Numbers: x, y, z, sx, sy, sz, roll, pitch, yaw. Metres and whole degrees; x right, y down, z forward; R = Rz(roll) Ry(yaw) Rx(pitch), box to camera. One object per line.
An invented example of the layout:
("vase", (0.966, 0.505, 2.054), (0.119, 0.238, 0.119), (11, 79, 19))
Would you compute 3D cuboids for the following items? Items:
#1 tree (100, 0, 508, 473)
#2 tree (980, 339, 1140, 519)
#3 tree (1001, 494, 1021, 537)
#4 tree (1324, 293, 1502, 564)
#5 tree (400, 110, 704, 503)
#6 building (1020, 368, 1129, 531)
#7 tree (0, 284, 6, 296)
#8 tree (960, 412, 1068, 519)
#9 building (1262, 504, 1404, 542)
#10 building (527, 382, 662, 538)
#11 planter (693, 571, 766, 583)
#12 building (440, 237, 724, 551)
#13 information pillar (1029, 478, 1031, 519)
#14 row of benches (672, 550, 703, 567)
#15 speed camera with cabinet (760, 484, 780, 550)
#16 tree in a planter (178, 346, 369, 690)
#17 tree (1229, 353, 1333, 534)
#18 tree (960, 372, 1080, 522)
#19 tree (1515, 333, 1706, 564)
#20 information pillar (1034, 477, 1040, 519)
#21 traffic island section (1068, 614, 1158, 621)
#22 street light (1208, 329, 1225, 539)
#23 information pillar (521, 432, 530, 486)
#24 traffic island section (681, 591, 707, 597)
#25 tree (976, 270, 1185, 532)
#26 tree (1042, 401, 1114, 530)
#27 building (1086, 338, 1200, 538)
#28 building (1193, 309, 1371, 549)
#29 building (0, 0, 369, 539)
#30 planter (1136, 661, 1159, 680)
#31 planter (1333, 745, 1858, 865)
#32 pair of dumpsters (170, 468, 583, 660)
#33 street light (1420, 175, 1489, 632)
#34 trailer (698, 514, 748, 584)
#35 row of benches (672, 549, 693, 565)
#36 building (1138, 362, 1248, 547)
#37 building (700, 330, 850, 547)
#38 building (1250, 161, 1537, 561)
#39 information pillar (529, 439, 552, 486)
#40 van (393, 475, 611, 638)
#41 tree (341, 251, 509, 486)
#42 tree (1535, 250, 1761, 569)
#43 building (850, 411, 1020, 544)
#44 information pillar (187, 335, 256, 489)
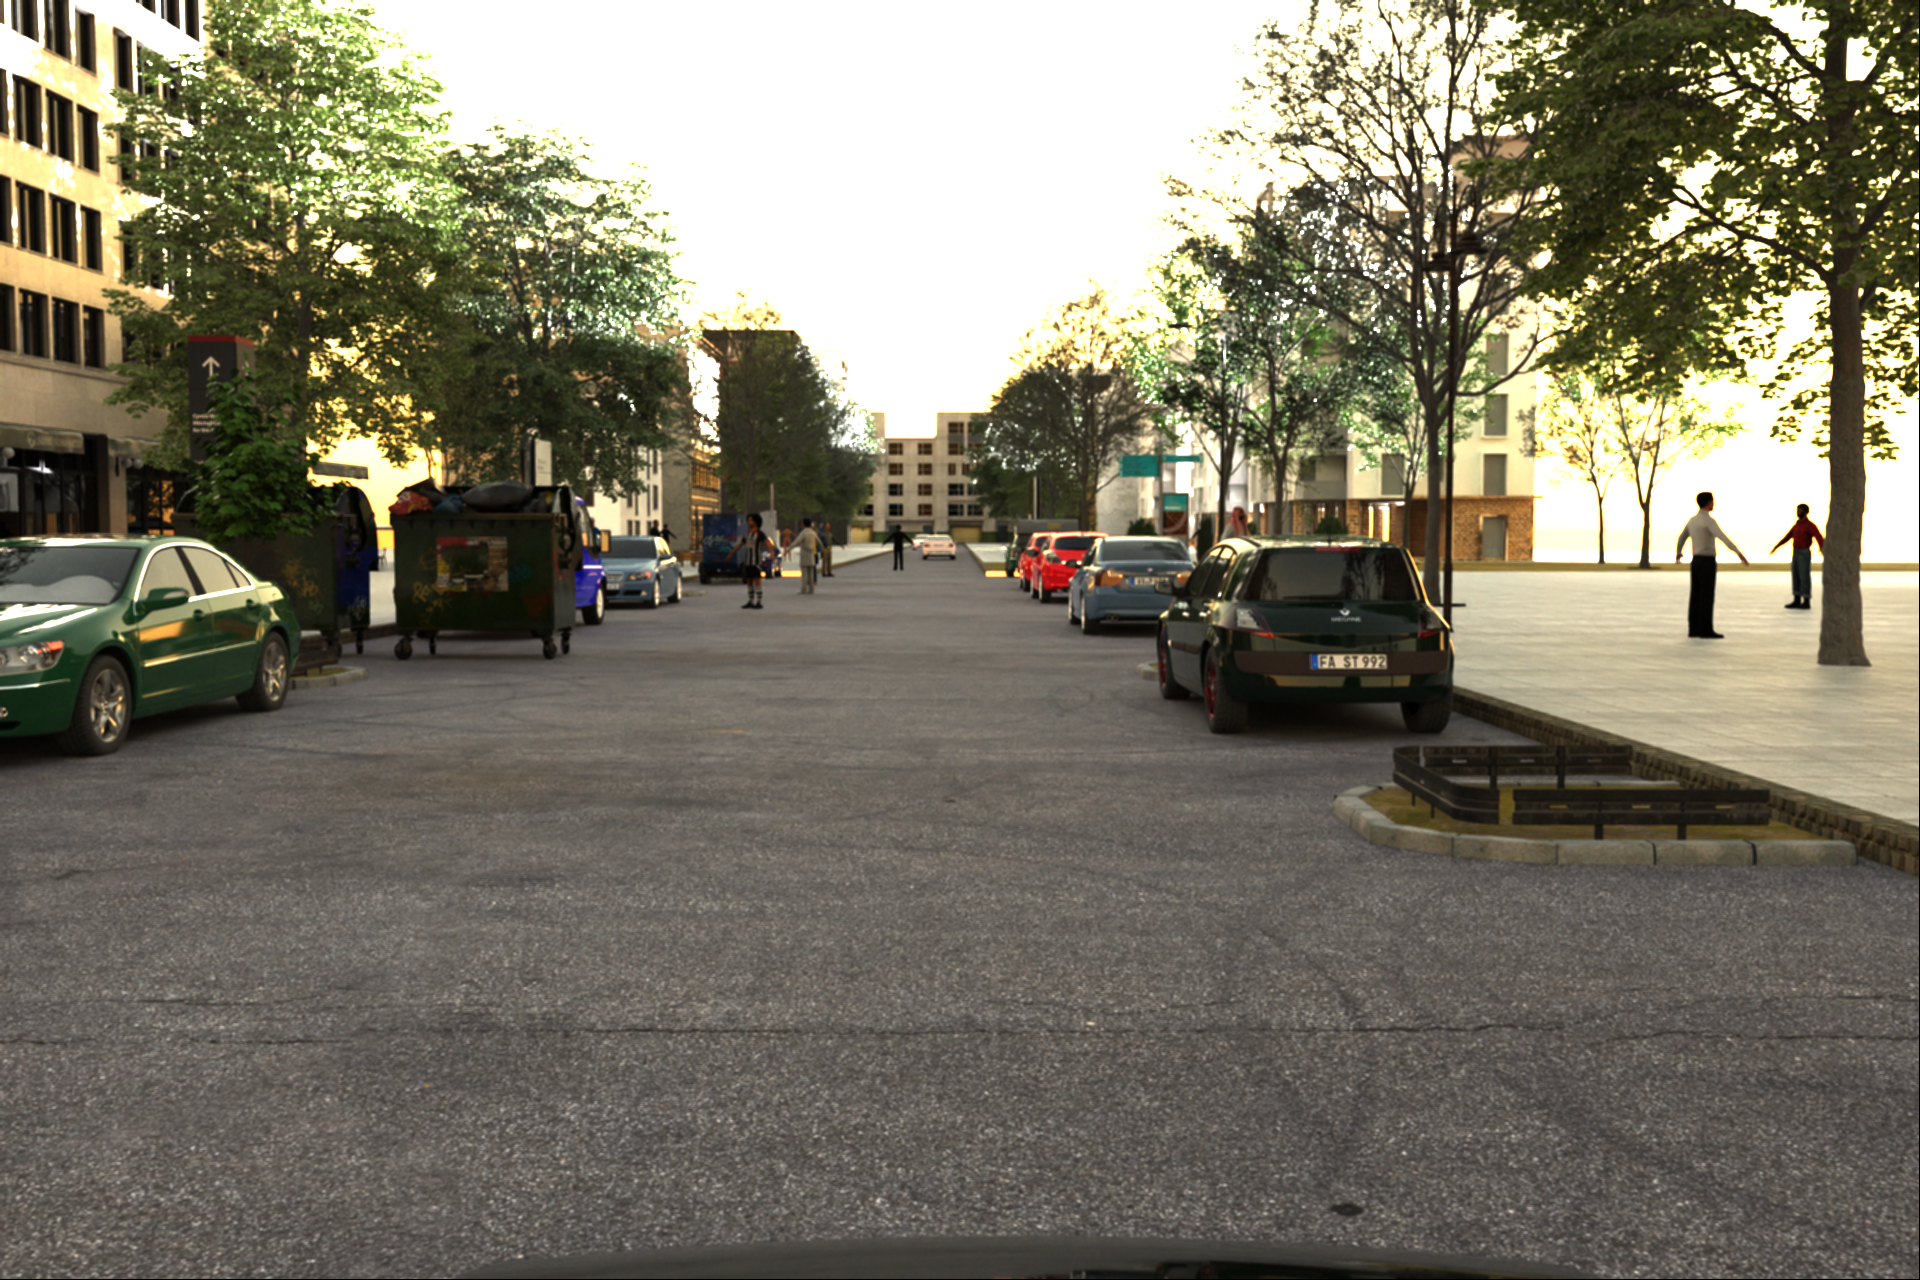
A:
("tree", (-12.685, -7.082, 33.922), (7.486, 12.596, 7.792), (0, 3, 0))
("tree", (5.815, -12.003, 106.620), (12.009, 13.543, 11.850), (0, 3, 0))
("tree", (4.789, -12.633, 156.911), (4.360, 8.622, 3.978), (0, 3, 0))
("tree", (19.110, -9.025, 73.311), (9.928, 11.665, 9.643), (0, 3, 0))
("tree", (-12.428, -8.903, 52.223), (9.857, 13.997, 8.962), (0, 3, 0))
("building", (21.748, -23.584, 229.570), (27.936, 21.610, 32.646), (0, 4, 0))
("tree", (-13.034, -5.029, 16.644), (7.601, 10.594, 8.767), (1, 4, 11))
("tree", (5.215, -14.427, 146.255), (12.009, 13.543, 11.850), (0, 3, 0))
("building", (25.133, -15.695, 113.030), (16.016, 20.090, 11.380), (0, 4, 0))
("building", (-23.314, -10.256, 109.825), (9.099, 9.664, 28.070), (0, 4, 0))
("planter", (-6.909, -1.900, 52.208), (1.991, 0.319, 1.994), (0, 3, 0))
("building", (-29.545, -18.767, 137.773), (19.493, 23.208, 18.063), (0, 4, -1))
("information pillar", (2.919, -4.959, 72.436), (0.183, 3.616, 0.504), (0, 4, 0))
("row of benches", (-10.065, -3.220, 68.115), (4.104, 0.672, 1.422), (0, 4, -6))
("speed camera with cabinet", (-7.585, -4.564, 68.950), (0.660, 3.252, 2.038), (0, 4, 0))
("tree in a planter", (-6.885, -1.190, 16.671), (1.991, 3.239, 1.994), (0, 3, 0))
("tree", (12.502, -7.142, 67.141), (4.360, 8.622, 3.978), (0, 3, 0))
("tree", (4.990, -13.791, 132.139), (9.857, 13.997, 8.962), (0, 3, 0))
("tree", (28.149, -8.624, 75.408), (8.767, 10.594, 7.601), (2, 4, 30))
("information pillar", (3.189, -4.918, 71.724), (0.184, 3.620, 1.656), (0, 4, -1))
("traffic island section", (2.852, -0.403, 29.455), (1.991, 0.108, 1.994), (0, 4, 0))
("street light", (6.353, -4.022, 38.303), (1.470, 5.913, 1.316), (0, 4, -1))
("information pillar", (-9.945, -2.957, 39.703), (0.183, 3.616, 0.504), (0, 4, 0))
("traffic island section", (-6.941, -1.058, 40.169), (1.991, 0.108, 1.994), (0, 3, 0))
("tree", (5.834, -10.367, 79.878), (12.009, 13.543, 11.850), (0, 3, 0))
("tree", (5.820, -8.841, 94.913), (4.360, 8.622, 3.978), (0, 3, 0))
("building", (24.604, -22.763, 203.111), (19.493, 23.208, 18.063), (0, 4, 0))
("building", (24.529, -17.511, 142.727), (16.016, 20.090, 11.380), (0, 3, 0))
("building", (-33.147, -14.937, 46.390), (24.374, 26.755, 37.873), (0, 3, 0))
("planter", (2.817, 0.217, 17.588), (1.991, 0.319, 1.994), (0, 4, 1))
("planter", (2.904, 0.774, 8.492), (1.991, 0.319, 1.994), (0, 4, 1))
("pair of dumpsters", (-6.726, -0.929, 20.133), (4.436, 2.255, 1.574), (0, 4, 0))
("street light", (6.379, -3.041, 22.509), (0.468, 5.910, 1.993), (0, 3, 0))
("trailer", (-6.719, -2.577, 49.187), (1.471, 1.999, 3.904), (0, 4, 0))
("row of benches", (-12.704, -3.477, 72.305), (4.104, 0.672, 1.422), (3, 4, 37))
("building", (24.427, -20.202, 186.723), (16.016, 20.090, 11.380), (0, 4, 0))
("building", (-27.027, -21.128, 189.413), (27.936, 21.610, 32.646), (0, 3, 0))
("building", (21.180, -14.549, 94.297), (16.016, 20.090, 11.380), (0, 3, 0))
("information pillar", (-10.539, -3.196, 43.572), (0.184, 3.620, 1.656), (0, 3, 0))
("van", (-6.600, -1.298, 25.613), (2.240, 2.365, 5.245), (0, 3, 0))
("tree", (-12.864, -5.657, 42.862), (4.360, 8.622, 3.978), (0, 3, 0))
("tree", (25.212, -8.434, 63.645), (9.928, 11.665, 9.643), (0, 3, 0))
("building", (-3.559, -23.662, 255.790), (31.486, 18.905, 16.747), (0, 4, -1))
("information pillar", (-9.735, -2.052, 22.936), (0.750, 3.857, 0.750), (0, 4, -1))
